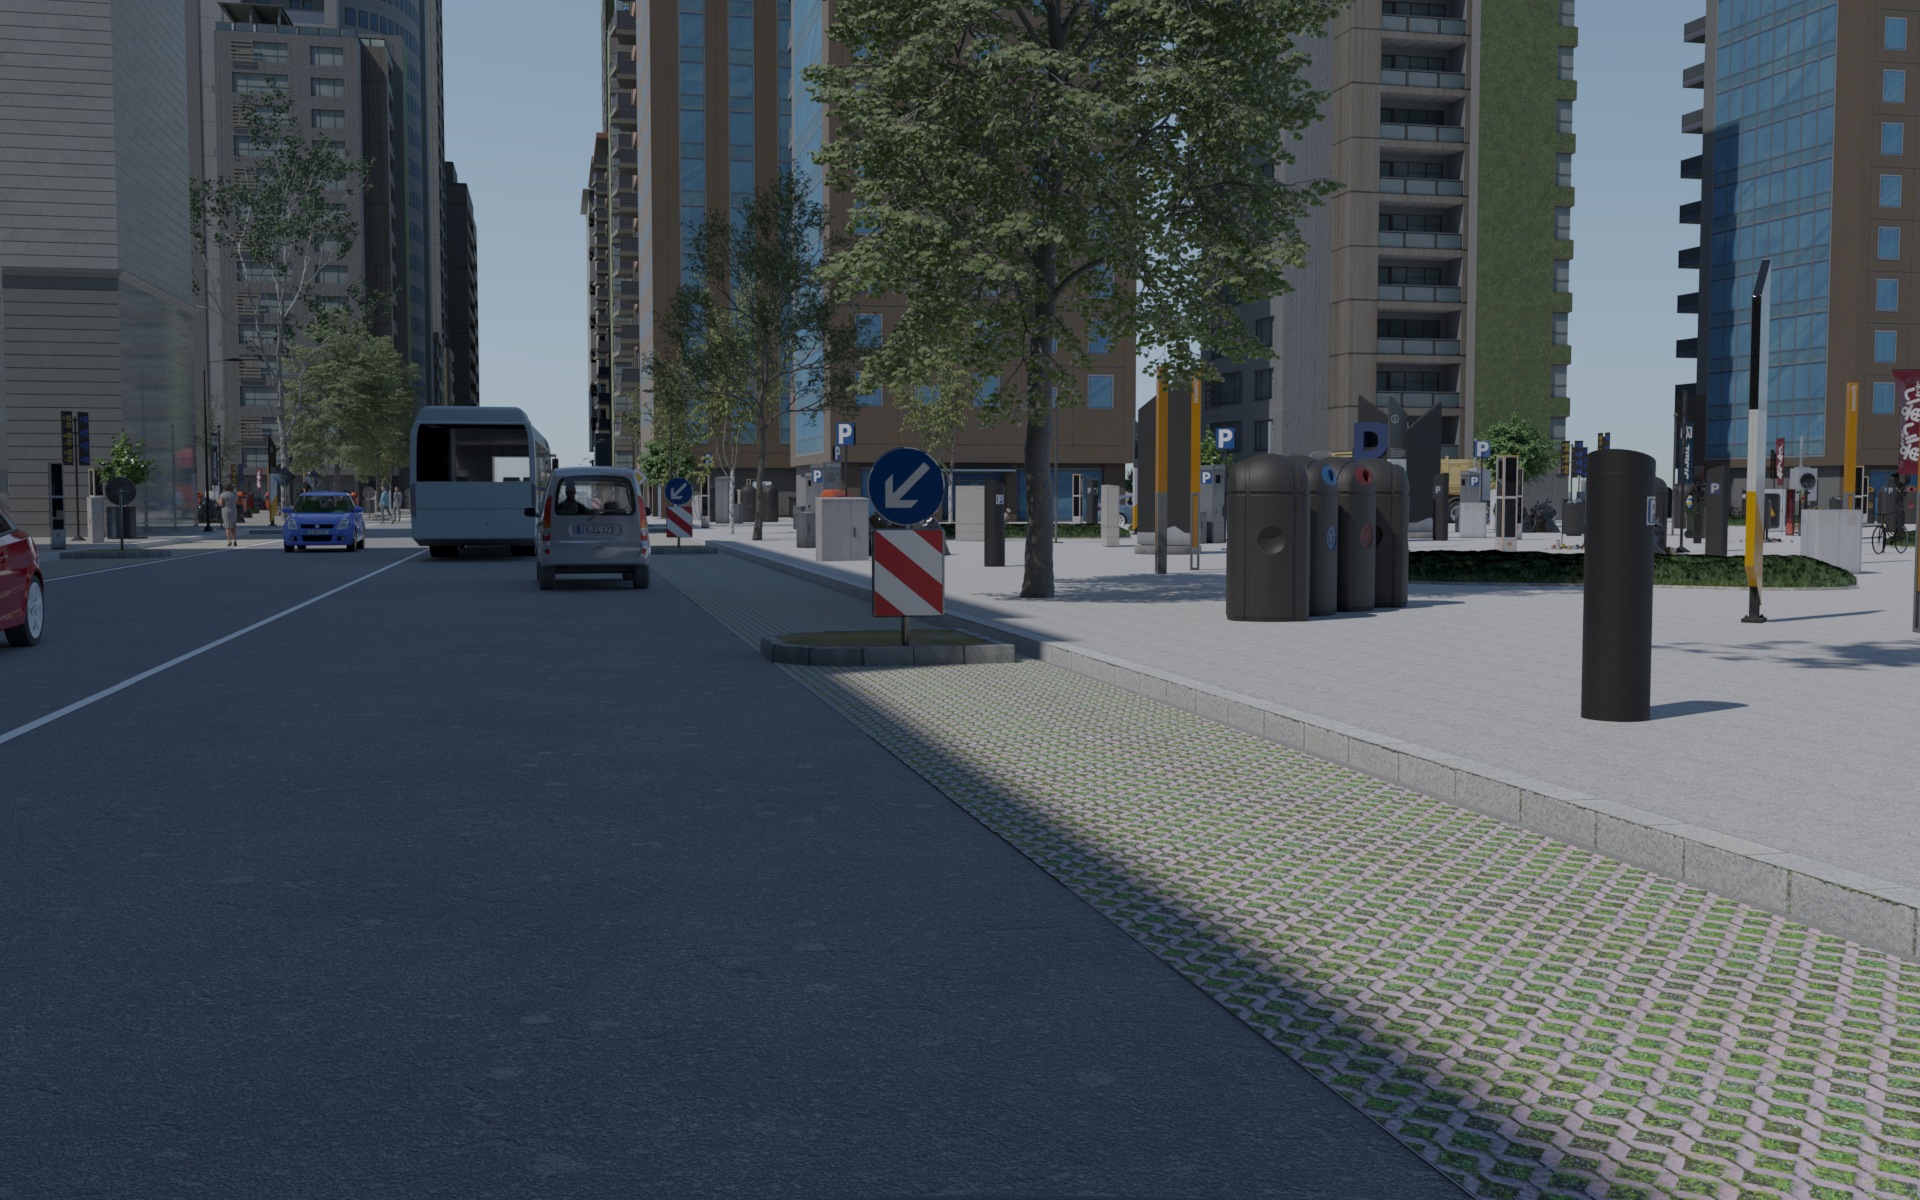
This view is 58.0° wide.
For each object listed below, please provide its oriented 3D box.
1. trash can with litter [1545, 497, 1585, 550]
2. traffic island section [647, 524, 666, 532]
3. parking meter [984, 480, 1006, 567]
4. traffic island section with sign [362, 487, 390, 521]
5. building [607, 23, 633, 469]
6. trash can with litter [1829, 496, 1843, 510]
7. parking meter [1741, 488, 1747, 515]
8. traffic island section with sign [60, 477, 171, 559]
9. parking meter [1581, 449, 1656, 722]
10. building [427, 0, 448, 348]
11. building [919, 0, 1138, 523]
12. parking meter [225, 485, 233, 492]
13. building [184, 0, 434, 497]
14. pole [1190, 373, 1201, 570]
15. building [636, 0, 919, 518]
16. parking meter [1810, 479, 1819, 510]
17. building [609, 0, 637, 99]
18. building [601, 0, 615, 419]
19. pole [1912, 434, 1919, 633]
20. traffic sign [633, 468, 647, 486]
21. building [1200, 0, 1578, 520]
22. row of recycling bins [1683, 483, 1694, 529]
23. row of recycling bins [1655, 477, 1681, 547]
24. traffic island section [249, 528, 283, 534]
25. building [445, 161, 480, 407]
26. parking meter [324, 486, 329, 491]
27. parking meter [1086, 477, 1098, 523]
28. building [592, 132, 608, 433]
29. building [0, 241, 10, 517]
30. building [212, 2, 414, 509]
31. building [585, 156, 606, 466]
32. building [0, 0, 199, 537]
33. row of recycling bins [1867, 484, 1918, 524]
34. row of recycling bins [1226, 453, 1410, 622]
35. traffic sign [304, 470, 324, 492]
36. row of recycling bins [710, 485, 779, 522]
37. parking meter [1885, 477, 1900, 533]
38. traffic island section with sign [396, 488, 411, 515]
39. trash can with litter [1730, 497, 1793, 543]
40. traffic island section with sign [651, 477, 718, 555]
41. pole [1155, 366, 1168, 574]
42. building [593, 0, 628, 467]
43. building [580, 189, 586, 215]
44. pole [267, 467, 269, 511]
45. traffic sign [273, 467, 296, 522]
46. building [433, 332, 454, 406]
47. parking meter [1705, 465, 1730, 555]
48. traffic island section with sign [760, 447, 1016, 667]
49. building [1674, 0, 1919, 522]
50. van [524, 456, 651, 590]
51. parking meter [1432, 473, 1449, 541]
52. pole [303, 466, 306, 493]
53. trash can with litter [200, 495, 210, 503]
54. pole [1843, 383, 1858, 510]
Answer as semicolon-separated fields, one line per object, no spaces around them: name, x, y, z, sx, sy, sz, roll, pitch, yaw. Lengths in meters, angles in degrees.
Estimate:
trash can with litter;14.707;-1.789;40.309;2.233;1.210;1.678;1;4;11
traffic island section;-12.257;-2.667;65.889;2.009;0.180;2.903;-1;4;-13
parking meter;0.612;-1.356;30.589;0.372;1.533;0.369;0;3;0
traffic island section with sign;-31.456;-5.118;92.299;1.989;1.847;2.006;-1;4;-13
building;-24.412;-28.897;156.053;14.154;41.232;14.086;-1;4;-13
trash can with litter;33.082;-3.375;66.242;2.233;1.210;1.678;0;4;2
parking meter;32.998;-3.930;72.661;0.372;1.533;0.369;0;3;0
traffic island section with sign;-18.931;-1.855;38.963;1.989;1.847;2.006;-1;4;-13
parking meter;3.751;-0.089;9.871;0.372;1.533;0.369;0;3;0
building;-77.312;-48.532;231.744;20.563;71.187;20.611;-1;4;-13
building;-0.394;-26.519;83.702;14.200;45.320;14.600;-1;4;-13
parking meter;-45.152;-6.195;107.007;0.255;1.863;0.399;3;5;40
building;-63.139;-38.276;167.813;21.231;58.520;28.212;-1;4;-13
pole;3.956;-2.154;29.065;0.158;3.312;0.155;0;3;0
building;-11.109;-27.460;99.082;14.600;45.320;14.200;-1;4;-13
parking meter;33.425;-3.797;67.787;0.255;1.863;0.399;2;4;23
building;-14.391;-28.990;128.609;22.147;44.769;28.867;-1;4;-13
building;-40.944;-49.050;240.211;20.563;71.187;20.611;-1;4;-13
pole;8.926;-1.350;15.918;0.158;3.312;0.155;0;3;0
traffic sign;-12.278;-3.802;65.807;0.795;2.450;0.064;-1;4;-13
building;21.306;-24.751;88.268;14.086;41.232;14.154;-1;4;-13
row of recycling bins;27.697;-3.563;65.361;1.069;1.692;3.534;3;4;36
row of recycling bins;14.391;-1.818;36.833;1.069;1.692;3.534;1;4;14
traffic island section;-24.566;-2.491;63.013;2.009;0.180;2.903;-1;4;-13
building;-82.219;-38.485;252.924;21.300;48.544;21.600;-1;4;-13
parking meter;-47.957;-7.683;131.327;0.399;1.863;0.255;-1;4;-10
parking meter;4.571;-3.311;59.844;0.255;1.863;0.399;-3;4;-36
building;-32.826;-33.922;209.250;22.147;44.769;28.867;-1;4;-13
building;-26.065;-13.062;18.076;19.350;26.468;34.151;-1;4;-13
building;-54.964;-28.439;148.566;14.154;41.232;14.086;-1;4;-13
building;-41.717;-41.346;265.252;28.713;52.752;27.495;-1;4;-13
building;-40.545;-16.846;52.920;29.804;29.767;11.434;-1;4;-13
row of recycling bins;40.213;-4.101;74.169;3.534;1.692;1.069;2;4;23
row of recycling bins;3.883;-0.713;18.769;1.069;1.692;3.534;3;4;36
traffic sign;-26.371;-4.103;70.731;0.795;2.450;0.064;-1;4;-13
row of recycling bins;-10.033;-4.389;78.869;3.534;1.692;1.069;0;4;-6
parking meter;31.140;-3.184;57.776;0.255;1.863;0.399;-1;4;-17
traffic island section with sign;-37.659;-6.731;118.678;1.989;1.847;2.006;-1;4;-13
trash can with litter;21.294;-2.147;46.161;1.678;1.210;2.233;2;4;33
traffic island section with sign;-6.938;-2.026;41.760;1.989;1.847;2.006;-1;4;-13
pole;3.220;-2.069;27.676;0.158;3.312;0.155;0;3;0
building;-26.481;-52.954;178.470;22.319;86.520;31.000;-1;4;-13
building;-48.769;-42.969;291.789;28.713;52.752;27.495;-1;4;-13
pole;-51.678;-8.301;129.569;0.158;3.312;0.155;0;3;0
traffic sign;-24.544;-3.628;62.957;0.795;2.450;0.064;-1;4;-13
building;-72.380;-21.469;196.055;27.650;21.520;28.899;-1;4;-13
parking meter;15.249;-1.786;34.909;0.255;1.863;0.399;-3;5;-41
traffic island section with sign;-0.724;-0.407;15.281;1.989;1.847;2.006;-1;4;-13
building;48.828;-27.002;91.596;14.200;45.320;14.600;-1;4;-13
van;-5.864;-1.249;27.430;2.013;2.044;4.112;-1;4;-14
parking meter;13.169;-2.554;47.468;0.255;1.863;0.399;-2;4;-33
pole;-46.663;-7.926;123.432;0.158;3.312;0.155;0;3;0
trash can with litter;-45.767;-5.688;104.055;2.233;1.210;1.678;-1;4;-23
pole;16.352;-2.323;31.827;0.158;3.312;0.155;0;3;0
